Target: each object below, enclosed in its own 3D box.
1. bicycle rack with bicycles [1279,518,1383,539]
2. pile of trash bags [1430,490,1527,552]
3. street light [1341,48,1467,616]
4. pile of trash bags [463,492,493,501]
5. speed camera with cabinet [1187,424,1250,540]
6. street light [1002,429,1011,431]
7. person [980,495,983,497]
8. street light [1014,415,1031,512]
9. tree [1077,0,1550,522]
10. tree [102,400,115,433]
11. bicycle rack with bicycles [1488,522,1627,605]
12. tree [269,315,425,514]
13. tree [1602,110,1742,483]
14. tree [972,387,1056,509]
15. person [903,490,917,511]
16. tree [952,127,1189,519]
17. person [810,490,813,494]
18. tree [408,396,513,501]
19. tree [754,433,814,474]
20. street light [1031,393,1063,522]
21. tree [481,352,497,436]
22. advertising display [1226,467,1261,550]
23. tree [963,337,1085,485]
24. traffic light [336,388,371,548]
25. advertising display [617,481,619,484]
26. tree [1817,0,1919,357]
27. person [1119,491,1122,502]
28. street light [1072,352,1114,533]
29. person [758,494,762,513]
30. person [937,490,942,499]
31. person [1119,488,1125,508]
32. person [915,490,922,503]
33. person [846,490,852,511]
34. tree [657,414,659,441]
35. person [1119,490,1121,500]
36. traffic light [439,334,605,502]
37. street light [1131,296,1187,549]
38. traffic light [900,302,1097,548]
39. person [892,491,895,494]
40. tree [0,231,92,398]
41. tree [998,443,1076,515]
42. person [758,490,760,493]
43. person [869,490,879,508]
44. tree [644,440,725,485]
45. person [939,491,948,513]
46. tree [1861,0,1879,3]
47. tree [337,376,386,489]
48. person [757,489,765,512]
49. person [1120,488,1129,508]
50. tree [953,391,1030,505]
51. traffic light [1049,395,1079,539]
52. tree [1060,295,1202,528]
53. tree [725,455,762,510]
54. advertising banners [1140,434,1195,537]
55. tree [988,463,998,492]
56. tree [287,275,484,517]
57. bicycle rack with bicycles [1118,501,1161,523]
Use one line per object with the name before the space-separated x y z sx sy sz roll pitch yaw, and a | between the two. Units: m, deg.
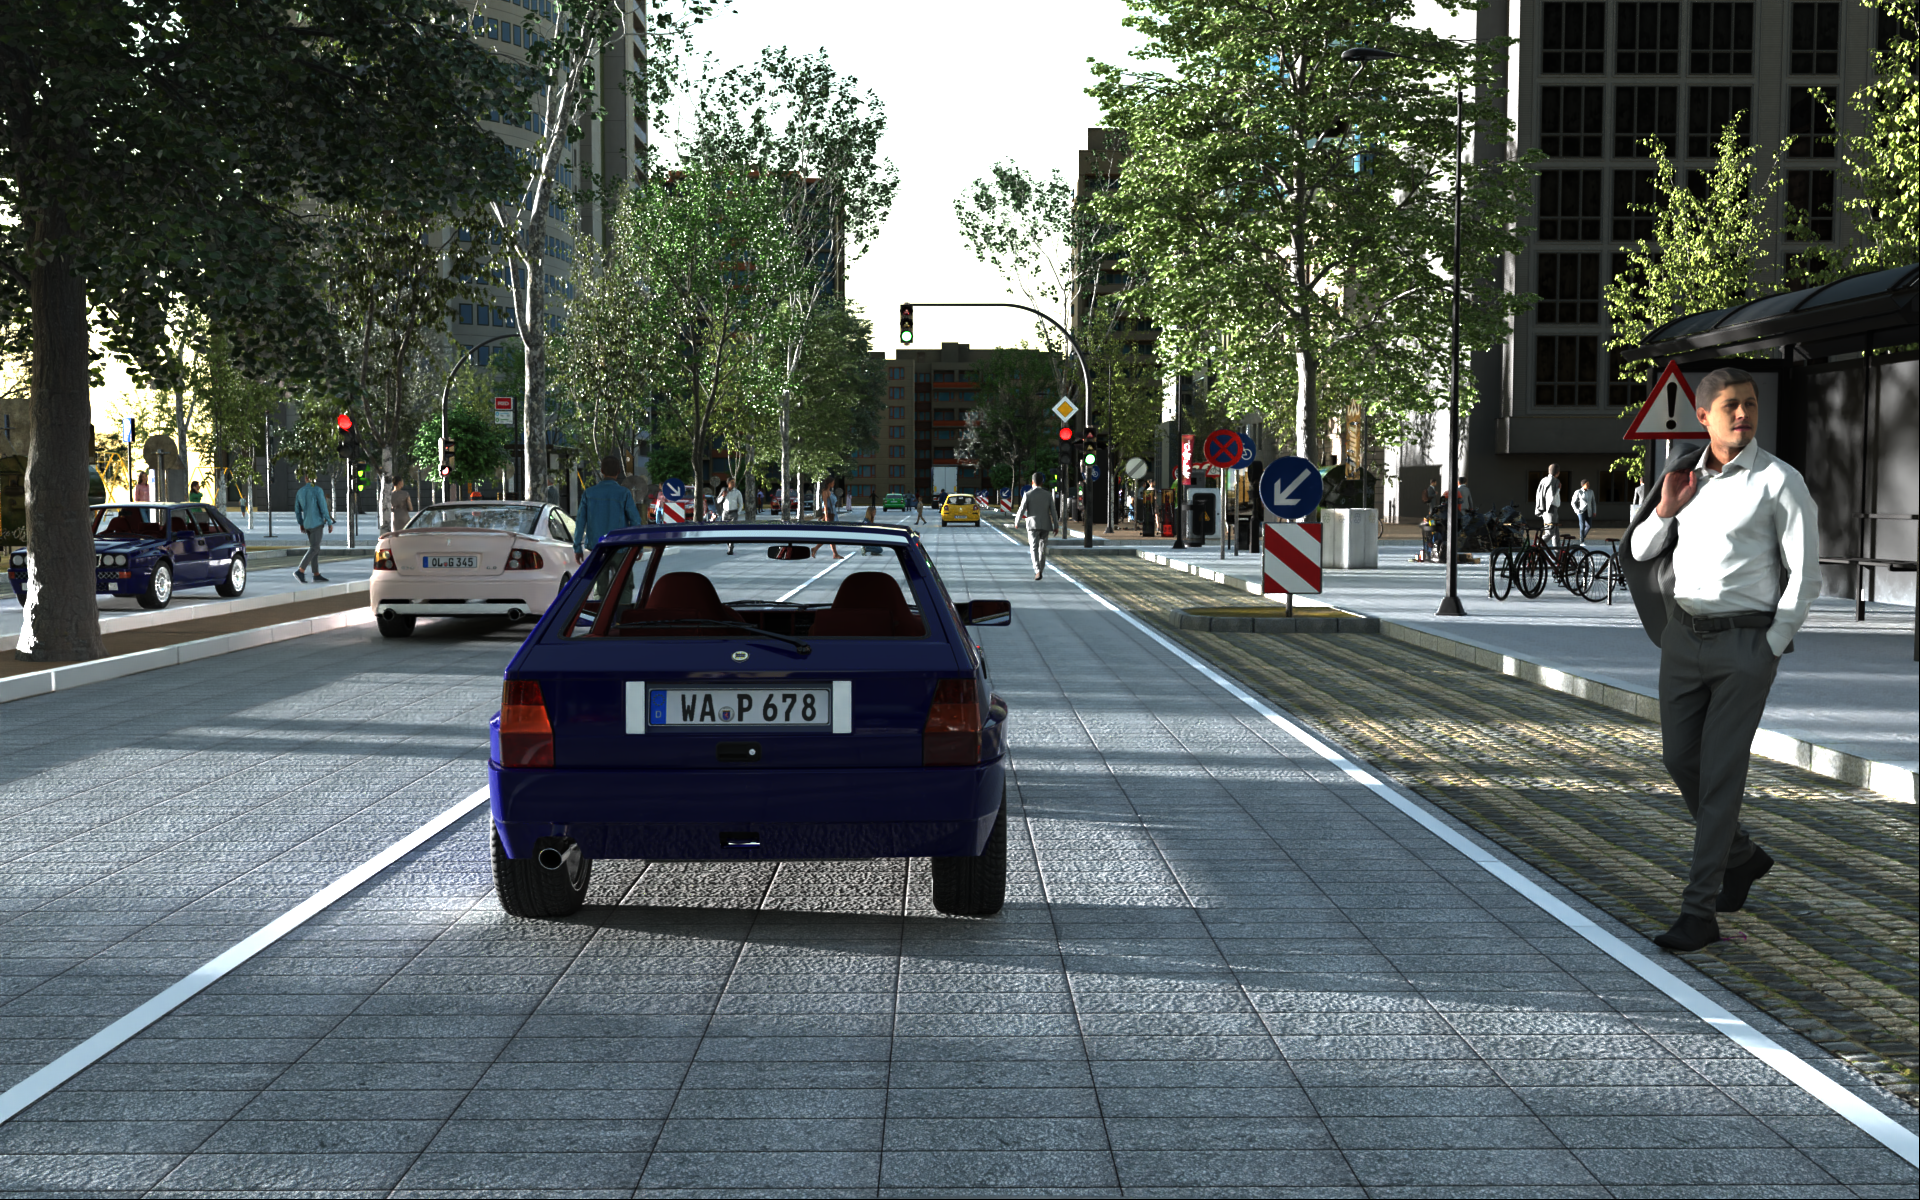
bicycle rack with bicycles | 10.445 -2.224 49.748 2.852 0.926 2.925 -1 4 -14
pile of trash bags | 11.680 -1.827 39.618 1.912 1.369 3.447 0 4 -3
street light | 4.670 -2.793 18.206 1.470 5.913 1.316 0 4 -1
pile of trash bags | -18.424 -3.454 66.217 1.912 1.369 3.447 -1 4 -15
speed camera with cabinet | 7.464 -3.343 48.999 2.038 3.252 0.660 0 4 5
street light | 3.720 -9.298 124.558 1.470 5.913 1.316 0 4 -1
person | 2.271 -10.411 179.662 0.756 1.711 0.436 2 4 30
street light | 3.892 -7.906 101.798 1.470 5.913 1.316 0 4 -1
tree | 5.305 -6.729 28.146 7.486 12.596 7.792 0 3 0
tree | -40.900 -8.426 88.135 4.737 8.622 4.395 0 3 0
bicycle rack with bicycles | 7.586 -0.478 21.202 2.925 0.926 2.852 -2 4 -30
tree | -38.342 -11.782 109.647 9.611 12.733 9.660 0 3 0
tree | 14.534 -5.125 34.161 4.737 8.622 4.395 0 3 0
tree | 4.710 -12.913 145.533 7.601 10.594 8.767 0 4 4
person | -4.286 -8.356 145.206 1.350 1.814 0.705 0 4 4
tree | 6.731 -14.177 87.682 12.611 20.169 13.585 0 3 0
person | -15.571 -10.520 180.636 1.348 1.807 0.705 -1 4 -19
tree | -16.831 -4.548 58.074 4.285 4.588 4.351 0 3 0
tree | -18.696 -15.402 186.233 7.601 10.594 8.767 2 4 33
street light | 4.142 -6.537 79.427 1.470 5.913 1.316 0 4 -1
tree | -25.797 -11.138 107.856 9.928 11.665 9.643 0 3 0
advertising display | 6.492 -2.108 39.687 0.123 1.923 0.974 -3 5 -39
tree | 4.361 -11.656 116.331 9.928 11.665 9.643 0 3 0
traffic light | -14.511 -3.200 41.233 0.839 4.253 0.868 0 4 -1
advertising display | -17.316 -5.017 87.241 0.123 1.923 0.974 0 4 1
tree | 15.449 -4.744 27.927 4.737 8.622 4.395 0 3 0
person | 16.130 -10.163 172.081 0.709 1.838 0.599 2 4 35
street light | 4.350 -5.138 56.552 1.470 5.913 1.316 0 4 -1
person | -15.047 -7.246 130.234 0.557 1.426 1.065 -1 4 -14
person | -1.434 -8.259 143.491 1.348 1.831 0.705 3 4 37
person | 12.684 -7.901 136.042 0.721 1.723 1.217 0 4 -7
person | -4.188 -10.091 173.446 0.705 1.831 1.348 -2 4 -35
person | -9.283 -8.326 145.291 0.621 1.740 0.551 0 4 -5
tree | -17.945 -10.049 114.669 4.737 8.622 4.395 0 3 0
person | 18.747 -11.976 201.939 1.350 1.814 0.705 2 4 30
traffic light | -12.497 -4.563 49.273 4.771 5.953 1.251 0 4 -1
street light | 4.616 -4.161 40.579 1.470 5.913 1.316 0 4 -1
traffic light | 0.958 -4.073 41.255 4.771 5.953 1.251 0 4 -1
person | -6.228 -9.328 161.820 0.445 1.727 0.742 0 4 3
tree | -32.338 -7.458 56.357 8.767 10.594 7.601 1 4 9
tree | 5.550 -7.585 107.725 4.285 4.588 4.351 0 3 0
person | -22.308 -11.357 192.404 0.621 1.740 0.551 0 4 6
person | -8.793 -10.285 176.674 1.348 1.821 0.705 3 4 39
tree | -17.580 -7.444 105.429 4.285 4.588 4.351 0 3 0
person | -1.267 -7.398 130.256 0.445 1.727 0.742 3 5 40
tree | 12.361 -4.263 20.068 4.737 8.622 4.395 0 3 0
tree | -30.603 -8.231 84.933 4.737 8.622 4.395 0 3 0
person | -15.745 -7.901 137.542 0.709 1.838 0.599 2 4 30
person | 15.197 -9.480 160.979 0.705 1.831 1.348 -3 5 -39
tree | 4.462 -17.762 200.780 12.009 13.543 11.850 0 3 0
traffic light | 2.972 -3.699 49.401 0.839 4.253 0.868 0 4 -1
tree | 5.932 -6.998 64.772 4.737 8.622 4.395 0 3 0
tree | -17.901 -9.784 143.684 4.285 4.588 4.351 0 3 0
advertising banners | 6.153 -3.376 51.390 0.090 3.025 2.074 -3 5 -42
tree | 4.084 -10.722 159.023 4.285 4.588 4.351 0 3 0
tree | -31.403 -11.299 95.108 12.009 13.543 11.850 0 3 0
bicycle rack with bicycles | 8.542 -3.936 77.728 2.925 0.926 2.852 2 4 25
